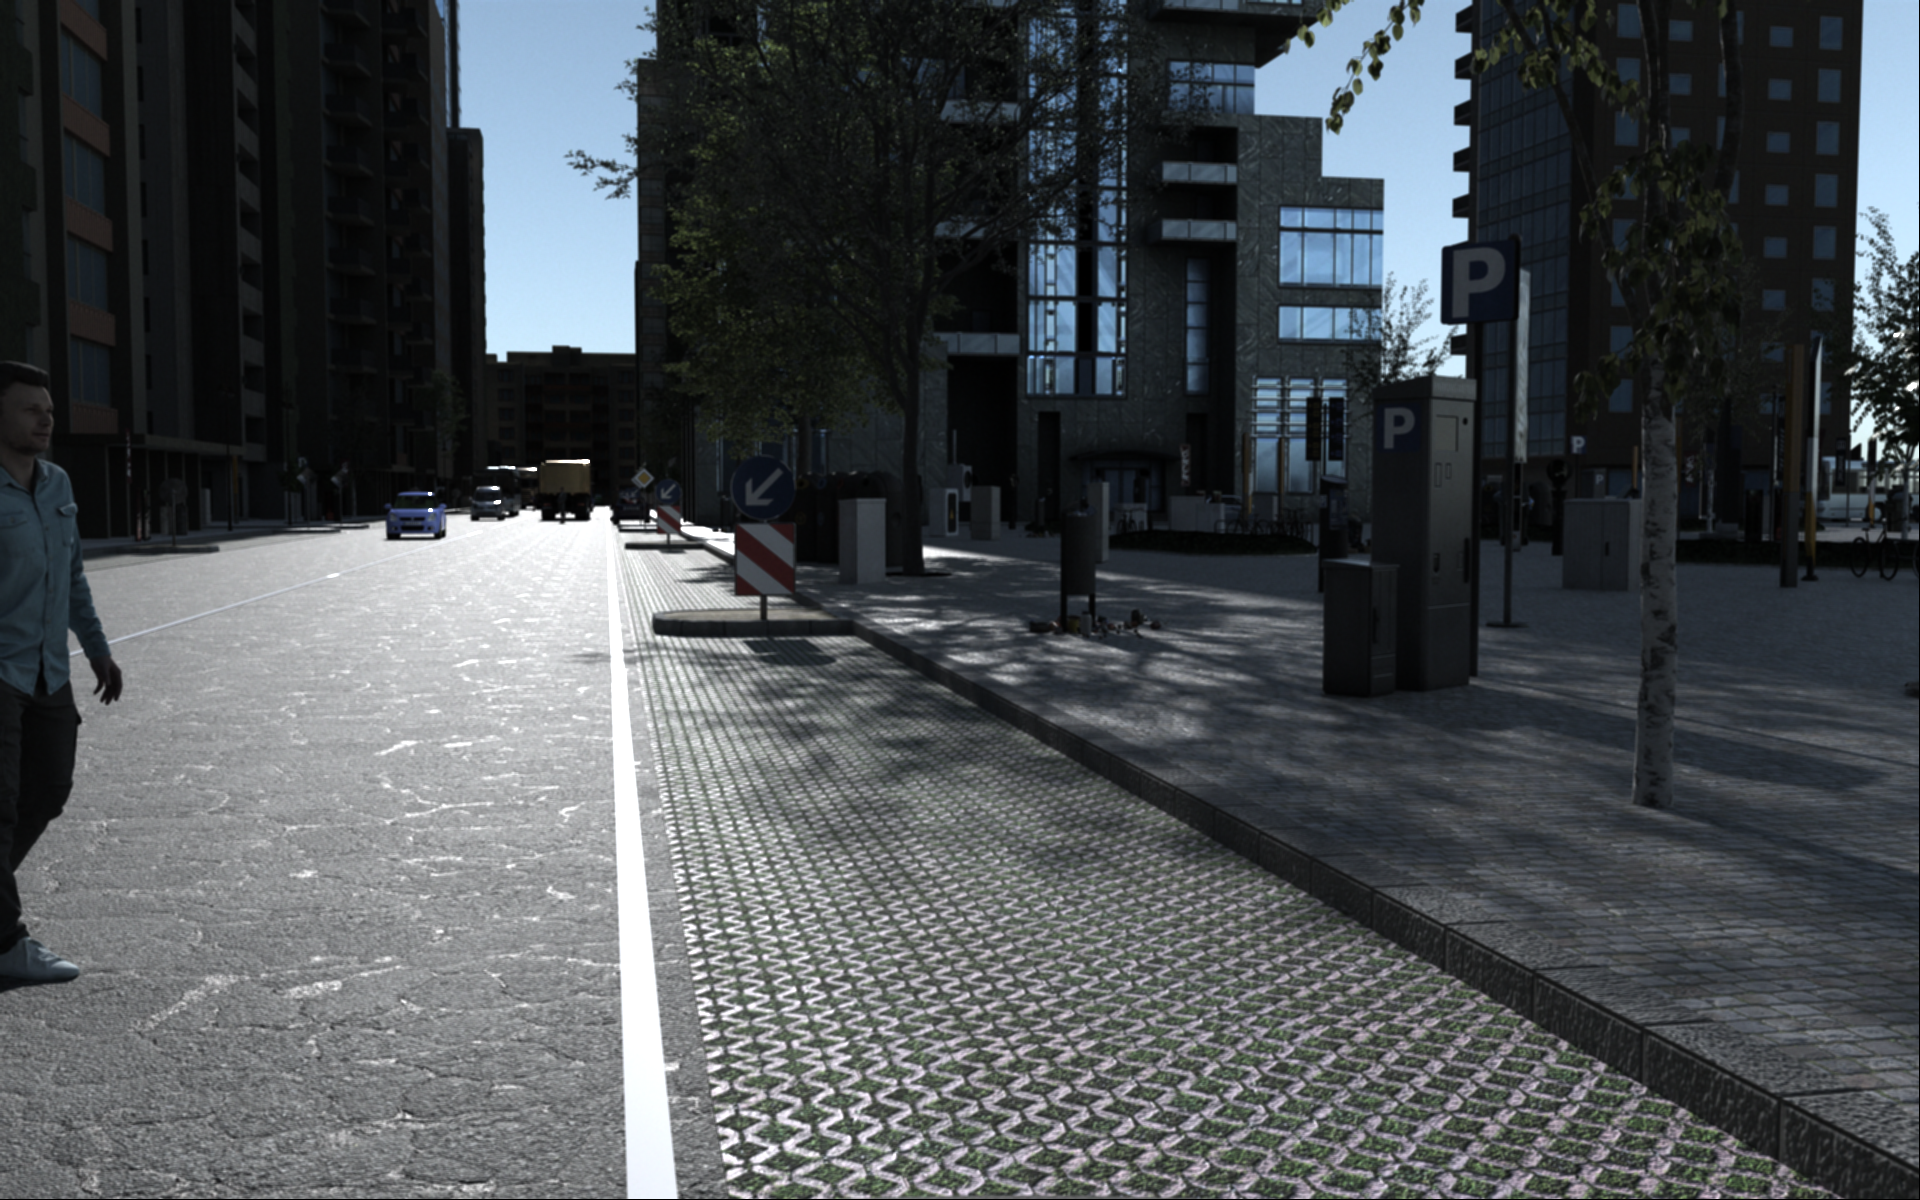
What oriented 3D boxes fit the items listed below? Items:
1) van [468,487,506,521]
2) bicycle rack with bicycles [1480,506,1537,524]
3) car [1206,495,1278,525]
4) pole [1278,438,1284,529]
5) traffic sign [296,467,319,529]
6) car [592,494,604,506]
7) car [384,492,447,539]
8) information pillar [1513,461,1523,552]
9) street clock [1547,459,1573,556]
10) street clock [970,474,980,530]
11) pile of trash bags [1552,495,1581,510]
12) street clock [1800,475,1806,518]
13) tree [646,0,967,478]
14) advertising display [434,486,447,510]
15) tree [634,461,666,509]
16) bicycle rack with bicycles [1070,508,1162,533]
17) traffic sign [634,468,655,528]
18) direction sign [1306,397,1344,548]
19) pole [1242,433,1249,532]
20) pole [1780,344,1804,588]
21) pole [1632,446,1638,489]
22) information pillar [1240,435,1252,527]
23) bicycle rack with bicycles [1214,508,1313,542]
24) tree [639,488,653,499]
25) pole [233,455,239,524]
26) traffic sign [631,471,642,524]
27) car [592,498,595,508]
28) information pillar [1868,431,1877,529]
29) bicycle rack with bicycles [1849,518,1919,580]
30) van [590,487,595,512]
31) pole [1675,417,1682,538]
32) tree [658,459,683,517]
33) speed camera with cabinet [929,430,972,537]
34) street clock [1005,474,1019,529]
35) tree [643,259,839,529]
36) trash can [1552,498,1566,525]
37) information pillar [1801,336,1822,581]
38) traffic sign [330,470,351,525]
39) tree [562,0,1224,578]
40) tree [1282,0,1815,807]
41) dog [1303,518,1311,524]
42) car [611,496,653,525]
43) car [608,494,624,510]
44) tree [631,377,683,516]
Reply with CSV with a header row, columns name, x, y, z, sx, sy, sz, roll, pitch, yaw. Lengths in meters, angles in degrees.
name,x,y,z,sx,sy,sz,roll,pitch,yaw
van,-25.975,-5.400,95.307,2.013,2.044,4.112,-1,4,-11
bicycle rack with bicycles,16.235,-2.511,54.437,2.852,0.926,2.925,-3,5,-39
car,11.586,-3.796,74.066,4.499,1.417,2.014,-1,4,-10
pole,11.687,-4.234,63.062,0.158,3.312,0.155,0,3,0
traffic sign,-23.932,-3.667,63.602,0.795,2.450,0.064,-1,4,-12
car,-43.090,-11.997,204.951,1.959,1.807,4.718,-1,4,-13
car,-17.720,-2.867,56.463,1.945,1.707,3.694,-1,4,-13
information pillar,12.391,-2.094,38.734,0.304,2.012,0.304,1,4,11
street clock,12.506,-1.932,36.165,0.471,2.002,0.358,3,5,44
street clock,0.460,-3.472,61.339,0.471,2.002,0.358,1,4,14
pile of trash bags,24.544,-3.785,71.633,3.447,1.369,1.912,3,4,38
street clock,31.429,-3.655,64.334,0.471,2.002,0.358,-2,4,-33
tree,-3.186,-7.392,38.981,7.486,12.596,7.792,0,3,0
advertising display,-43.042,-8.457,143.493,0.974,1.923,0.123,0,4,-6
tree,-27.002,-10.349,152.913,4.285,4.588,4.351,0,3,0
bicycle rack with bicycles,3.817,-1.846,43.570,2.852,0.926,2.925,1,4,9
traffic sign,-12.029,-3.814,66.005,0.795,2.450,0.064,-1,4,-12
direction sign,8.545,-2.974,40.621,0.876,3.537,0.379,0,4,-1
pole,9.540,-3.912,57.808,0.158,3.312,0.155,0,3,0
pole,11.407,-1.829,23.749,0.158,3.312,0.155,0,3,0
pole,28.662,-4.879,73.614,0.158,3.312,0.155,0,3,0
information pillar,11.318,-4.713,68.407,0.504,3.616,0.183,-2,4,-32
bicycle rack with bicycles,8.042,-1.915,44.687,2.925,0.926,2.852,-3,5,-42
tree,-28.037,-9.874,156.046,1.663,3.219,1.824,0,3,0
pole,-31.030,-4.914,74.183,0.158,3.312,0.155,0,3,0
traffic sign,-13.627,-4.293,73.829,0.795,2.450,0.064,-1,4,-12
car,-38.915,-10.434,180.190,1.945,1.707,3.694,-1,4,-11
information pillar,33.806,-4.453,64.164,0.183,3.616,0.504,1,4,12
bicycle rack with bicycles,14.687,-0.733,25.361,2.852,0.926,2.925,1,4,11
van,-31.104,-8.413,141.944,2.240,2.365,5.245,-1,4,-10
pole,19.042,-3.188,45.974,0.158,3.312,0.155,0,3,0
tree,-15.603,-6.172,95.513,1.663,3.219,1.824,0,3,0
speed camera with cabinet,-0.278,-3.565,52.616,0.660,3.252,2.038,1,4,23
street clock,1.899,-3.571,62.963,0.471,2.002,0.358,-3,4,-38
tree,-7.540,-7.703,60.361,7.601,10.594,8.767,0,4,-6
trash can,22.259,-3.248,64.755,0.748,1.137,0.748,0,3,0
information pillar,12.580,-2.091,25.549,0.183,3.616,0.504,2,4,34
traffic sign,-25.531,-4.146,71.426,0.795,2.450,0.064,-1,4,-12
tree,-0.860,-7.124,26.846,12.009,13.543,11.850,0,3,0
tree,2.632,-3.458,6.906,4.360,8.622,3.978,0,3,0
dog,15.105,-3.399,75.759,0.748,0.427,0.550,0,4,4
car,-15.615,-4.271,82.403,1.945,1.354,3.894,-1,4,-10
car,-30.791,-8.989,156.753,2.009,1.686,4.222,-1,4,-13
tree,-16.321,-9.311,102.597,4.737,8.622,4.395,0,3,0
